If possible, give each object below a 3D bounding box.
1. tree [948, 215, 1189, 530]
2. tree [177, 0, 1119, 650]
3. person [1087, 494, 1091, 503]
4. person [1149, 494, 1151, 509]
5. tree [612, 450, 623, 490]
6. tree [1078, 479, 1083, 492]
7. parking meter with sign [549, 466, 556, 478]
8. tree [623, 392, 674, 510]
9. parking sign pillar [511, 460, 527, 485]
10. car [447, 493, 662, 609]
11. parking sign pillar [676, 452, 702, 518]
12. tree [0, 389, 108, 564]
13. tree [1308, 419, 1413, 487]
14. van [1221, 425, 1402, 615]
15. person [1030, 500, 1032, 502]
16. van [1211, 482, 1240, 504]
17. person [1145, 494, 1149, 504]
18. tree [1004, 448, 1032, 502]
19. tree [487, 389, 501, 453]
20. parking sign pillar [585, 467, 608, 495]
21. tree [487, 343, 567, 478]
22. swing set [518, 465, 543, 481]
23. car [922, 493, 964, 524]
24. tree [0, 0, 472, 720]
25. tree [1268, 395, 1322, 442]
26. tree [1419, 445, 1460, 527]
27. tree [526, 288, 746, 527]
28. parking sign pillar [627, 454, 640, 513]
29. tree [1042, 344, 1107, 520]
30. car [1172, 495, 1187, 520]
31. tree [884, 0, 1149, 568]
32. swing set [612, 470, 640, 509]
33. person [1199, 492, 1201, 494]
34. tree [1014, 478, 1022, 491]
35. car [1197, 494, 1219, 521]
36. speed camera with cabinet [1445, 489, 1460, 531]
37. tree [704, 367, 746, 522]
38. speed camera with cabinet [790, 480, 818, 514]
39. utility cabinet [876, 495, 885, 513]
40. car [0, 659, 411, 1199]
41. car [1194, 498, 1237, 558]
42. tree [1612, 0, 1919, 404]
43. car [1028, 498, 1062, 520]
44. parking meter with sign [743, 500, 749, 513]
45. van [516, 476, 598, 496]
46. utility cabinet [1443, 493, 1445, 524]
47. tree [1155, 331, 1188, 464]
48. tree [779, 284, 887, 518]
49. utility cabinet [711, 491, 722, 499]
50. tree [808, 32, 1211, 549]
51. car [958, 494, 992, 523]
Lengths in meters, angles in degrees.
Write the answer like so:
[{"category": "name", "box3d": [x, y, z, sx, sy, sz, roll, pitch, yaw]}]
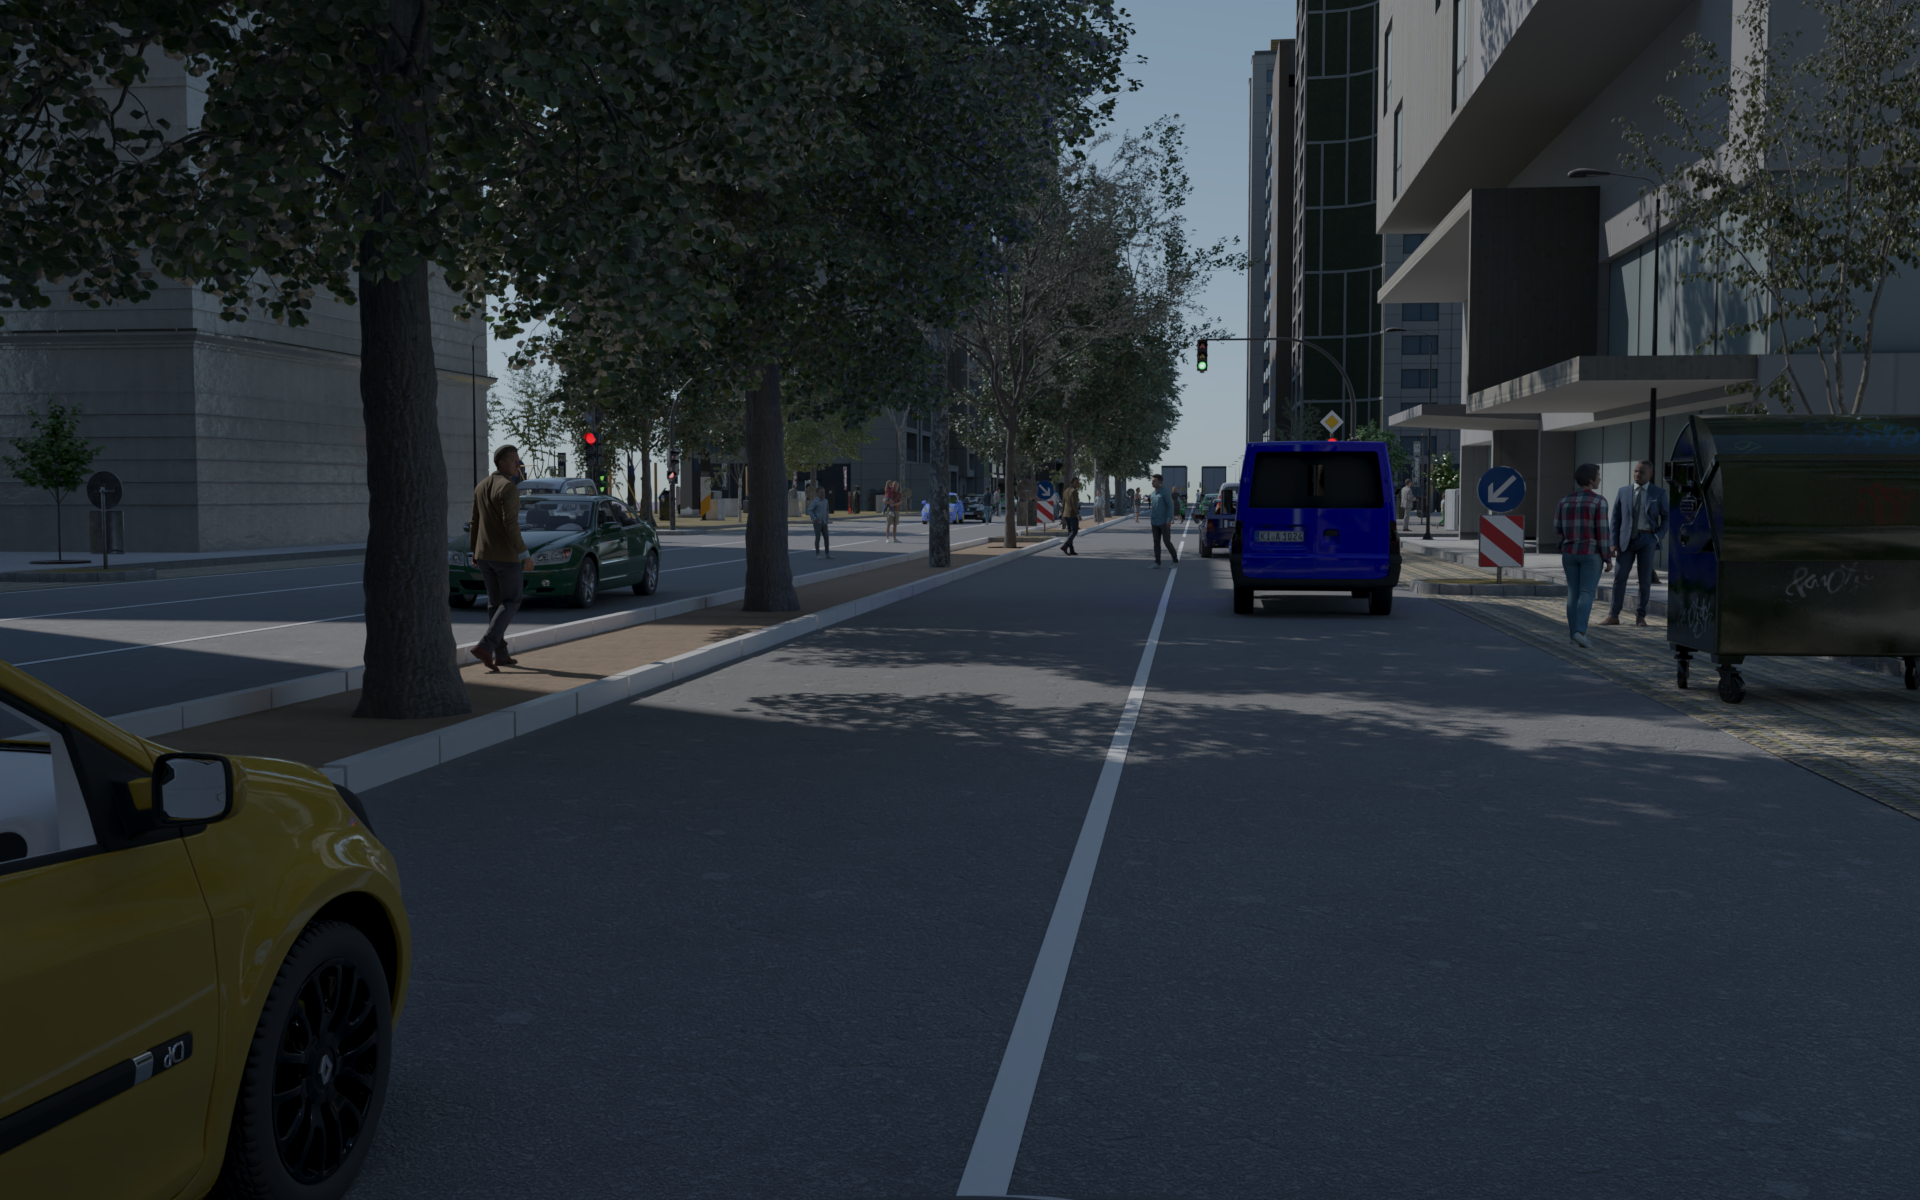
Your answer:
[{"category": "tree", "box3d": [4.370, -9.182, 69.589, 9.611, 12.733, 9.660, 0, 3, 0]}, {"category": "tree", "box3d": [-2.320, -6.825, 20.696, 9.857, 13.997, 8.962, 0, 3, 0]}, {"category": "person", "box3d": [20.653, -16.272, 277.784, 0.697, 1.427, 0.421, 2, 4, 35]}, {"category": "person", "box3d": [18.350, -9.506, 167.188, 0.557, 1.426, 1.065, 1, 4, 21]}, {"category": "tree", "box3d": [-21.558, -9.351, 103.258, 4.737, 8.622, 4.395, 0, 3, 0]}, {"category": "tree", "box3d": [19.311, -19.017, 294.633, 4.285, 4.588, 4.351, 0, 3, 0]}, {"category": "parking meter with sign", "box3d": [-25.816, -6.785, 107.200, 0.543, 3.016, 1.738, 2, 4, 34]}, {"category": "tree", "box3d": [-24.093, -12.312, 127.064, 9.928, 11.665, 9.643, 0, 3, 0]}, {"category": "parking sign pillar", "box3d": [-25.550, -6.801, 99.666, 1.447, 3.967, 1.447, 3, 4, 36]}, {"category": "car", "box3d": [-5.392, -0.701, 23.252, 2.131, 1.459, 4.920, 0, 4, 6]}, {"category": "parking sign pillar", "box3d": [-14.645, -6.438, 93.731, 1.447, 3.967, 1.447, -3, 4, -38]}, {"category": "tree", "box3d": [-16.738, -2.292, 32.079, 1.663, 3.219, 1.824, 0, 3, 0]}, {"category": "tree", "box3d": [17.807, -5.560, 74.624, 4.285, 4.588, 4.351, 0, 3, 0]}, {"category": "van", "box3d": [4.463, -1.093, 22.256, 2.240, 2.365, 5.245, 1, 4, 9]}, {"category": "person", "box3d": [8.912, -12.849, 219.354, 0.697, 1.427, 0.421, 3, 5, 42]}, {"category": "van", "box3d": [10.100, -3.409, 62.749, 2.013, 2.044, 4.112, 1, 4, 9]}, {"category": "person", "box3d": [28.214, -15.231, 260.755, 0.697, 1.427, 0.421, 0, 4, 7]}, {"category": "tree", "box3d": [7.257, -15.981, 211.655, 4.360, 8.622, 3.978, 0, 3, 0]}, {"category": "tree", "box3d": [-29.727, -9.466, 105.130, 4.360, 8.622, 3.978, 0, 3, 0]}, {"category": "parking sign pillar", "box3d": [-18.970, -6.248, 90.634, 1.447, 3.967, 1.447, 3, 5, 42]}, {"category": "tree", "box3d": [-20.116, -8.072, 82.333, 4.737, 8.622, 4.395, 0, 3, 0]}, {"category": "swing set", "box3d": [-23.521, -5.900, 94.083, 2.862, 2.851, 3.119, -2, 4, -35]}, {"category": "car", "box3d": [-0.806, -4.487, 82.952, 1.945, 1.707, 3.694, 0, 4, 7]}, {"category": "tree", "box3d": [-3.539, -6.215, 10.722, 9.857, 13.997, 8.962, 0, 3, 0]}, {"category": "tree", "box3d": [24.924, -10.852, 127.800, 4.360, 8.622, 3.978, 0, 3, 0]}, {"category": "tree", "box3d": [19.284, -4.520, 68.507, 1.663, 3.219, 1.824, 0, 3, 0]}, {"category": "tree", "box3d": [-12.405, -9.251, 68.268, 9.611, 12.733, 9.660, 0, 3, 0]}, {"category": "parking sign pillar", "box3d": [-22.396, -7.907, 117.750, 1.447, 3.967, 1.447, -1, 4, -10]}, {"category": "tree", "box3d": [5.166, -7.622, 77.436, 4.737, 8.622, 4.395, 0, 3, 0]}, {"category": "car", "box3d": [11.878, -5.460, 98.062, 1.959, 1.807, 4.718, 0, 4, 8]}, {"category": "tree", "box3d": [0.693, -10.629, 32.137, 12.611, 20.169, 13.585, 0, 3, 0]}, {"category": "swing set", "box3d": [-18.823, -5.883, 93.806, 2.862, 2.851, 3.119, 0, 4, 3]}, {"category": "person", "box3d": [38.969, -16.601, 280.629, 0.721, 1.736, 1.217, -1, 4, -20]}, {"category": "tree", "box3d": [7.195, -12.719, 202.564, 1.663, 3.219, 1.824, 0, 3, 0]}, {"category": "car", "box3d": [13.951, -5.038, 94.163, 2.131, 1.459, 4.920, 0, 4, 7]}, {"category": "speed camera with cabinet", "box3d": [18.082, -4.075, 60.967, 2.038, 3.252, 0.660, -2, 4, -23]}, {"category": "tree", "box3d": [-10.166, -7.852, 78.743, 4.360, 8.622, 3.978, 0, 3, 0]}, {"category": "speed camera with cabinet", "box3d": [-10.282, -7.316, 113.947, 2.038, 3.252, 0.660, 3, 4, 38]}, {"category": "utility cabinet", "box3d": [-5.377, -6.472, 116.986, 0.306, 1.237, 1.020, 1, 4, 18]}, {"category": "car", "box3d": [-2.228, 0.481, 2.368, 2.015, 1.641, 3.980, 0, 4, 7]}, {"category": "car", "box3d": [6.428, -1.688, 40.185, 1.945, 1.354, 3.894, 0, 4, 7]}, {"category": "tree", "box3d": [9.541, -4.185, 18.795, 4.360, 8.622, 3.978, 0, 3, 0]}, {"category": "car", "box3d": [4.790, -5.358, 97.396, 2.009, 1.686, 4.222, 0, 4, 8]}, {"category": "parking meter with sign", "box3d": [-13.618, -7.289, 115.441, 1.738, 3.016, 0.543, 1, 4, 16]}, {"category": "van", "box3d": [-10.105, -2.146, 42.106, 2.013, 2.044, 4.112, 1, 4, 9]}, {"category": "utility cabinet", "box3d": [21.010, -3.936, 73.027, 1.173, 1.500, 0.318, 1, 4, 23]}, {"category": "tree", "box3d": [10.520, -12.543, 114.189, 9.857, 13.997, 8.962, 0, 3, 0]}, {"category": "tree", "box3d": [-7.688, -10.730, 93.570, 7.486, 12.596, 7.792, 0, 3, 0]}, {"category": "utility cabinet", "box3d": [-17.191, -6.880, 121.159, 0.318, 1.500, 1.173, 3, 5, 41]}, {"category": "tree", "box3d": [1.309, -8.105, 45.350, 12.009, 13.543, 11.850, 0, 3, 0]}, {"category": "car", "box3d": [0.621, -4.724, 87.016, 2.009, 1.686, 4.222, 0, 4, 6]}]
